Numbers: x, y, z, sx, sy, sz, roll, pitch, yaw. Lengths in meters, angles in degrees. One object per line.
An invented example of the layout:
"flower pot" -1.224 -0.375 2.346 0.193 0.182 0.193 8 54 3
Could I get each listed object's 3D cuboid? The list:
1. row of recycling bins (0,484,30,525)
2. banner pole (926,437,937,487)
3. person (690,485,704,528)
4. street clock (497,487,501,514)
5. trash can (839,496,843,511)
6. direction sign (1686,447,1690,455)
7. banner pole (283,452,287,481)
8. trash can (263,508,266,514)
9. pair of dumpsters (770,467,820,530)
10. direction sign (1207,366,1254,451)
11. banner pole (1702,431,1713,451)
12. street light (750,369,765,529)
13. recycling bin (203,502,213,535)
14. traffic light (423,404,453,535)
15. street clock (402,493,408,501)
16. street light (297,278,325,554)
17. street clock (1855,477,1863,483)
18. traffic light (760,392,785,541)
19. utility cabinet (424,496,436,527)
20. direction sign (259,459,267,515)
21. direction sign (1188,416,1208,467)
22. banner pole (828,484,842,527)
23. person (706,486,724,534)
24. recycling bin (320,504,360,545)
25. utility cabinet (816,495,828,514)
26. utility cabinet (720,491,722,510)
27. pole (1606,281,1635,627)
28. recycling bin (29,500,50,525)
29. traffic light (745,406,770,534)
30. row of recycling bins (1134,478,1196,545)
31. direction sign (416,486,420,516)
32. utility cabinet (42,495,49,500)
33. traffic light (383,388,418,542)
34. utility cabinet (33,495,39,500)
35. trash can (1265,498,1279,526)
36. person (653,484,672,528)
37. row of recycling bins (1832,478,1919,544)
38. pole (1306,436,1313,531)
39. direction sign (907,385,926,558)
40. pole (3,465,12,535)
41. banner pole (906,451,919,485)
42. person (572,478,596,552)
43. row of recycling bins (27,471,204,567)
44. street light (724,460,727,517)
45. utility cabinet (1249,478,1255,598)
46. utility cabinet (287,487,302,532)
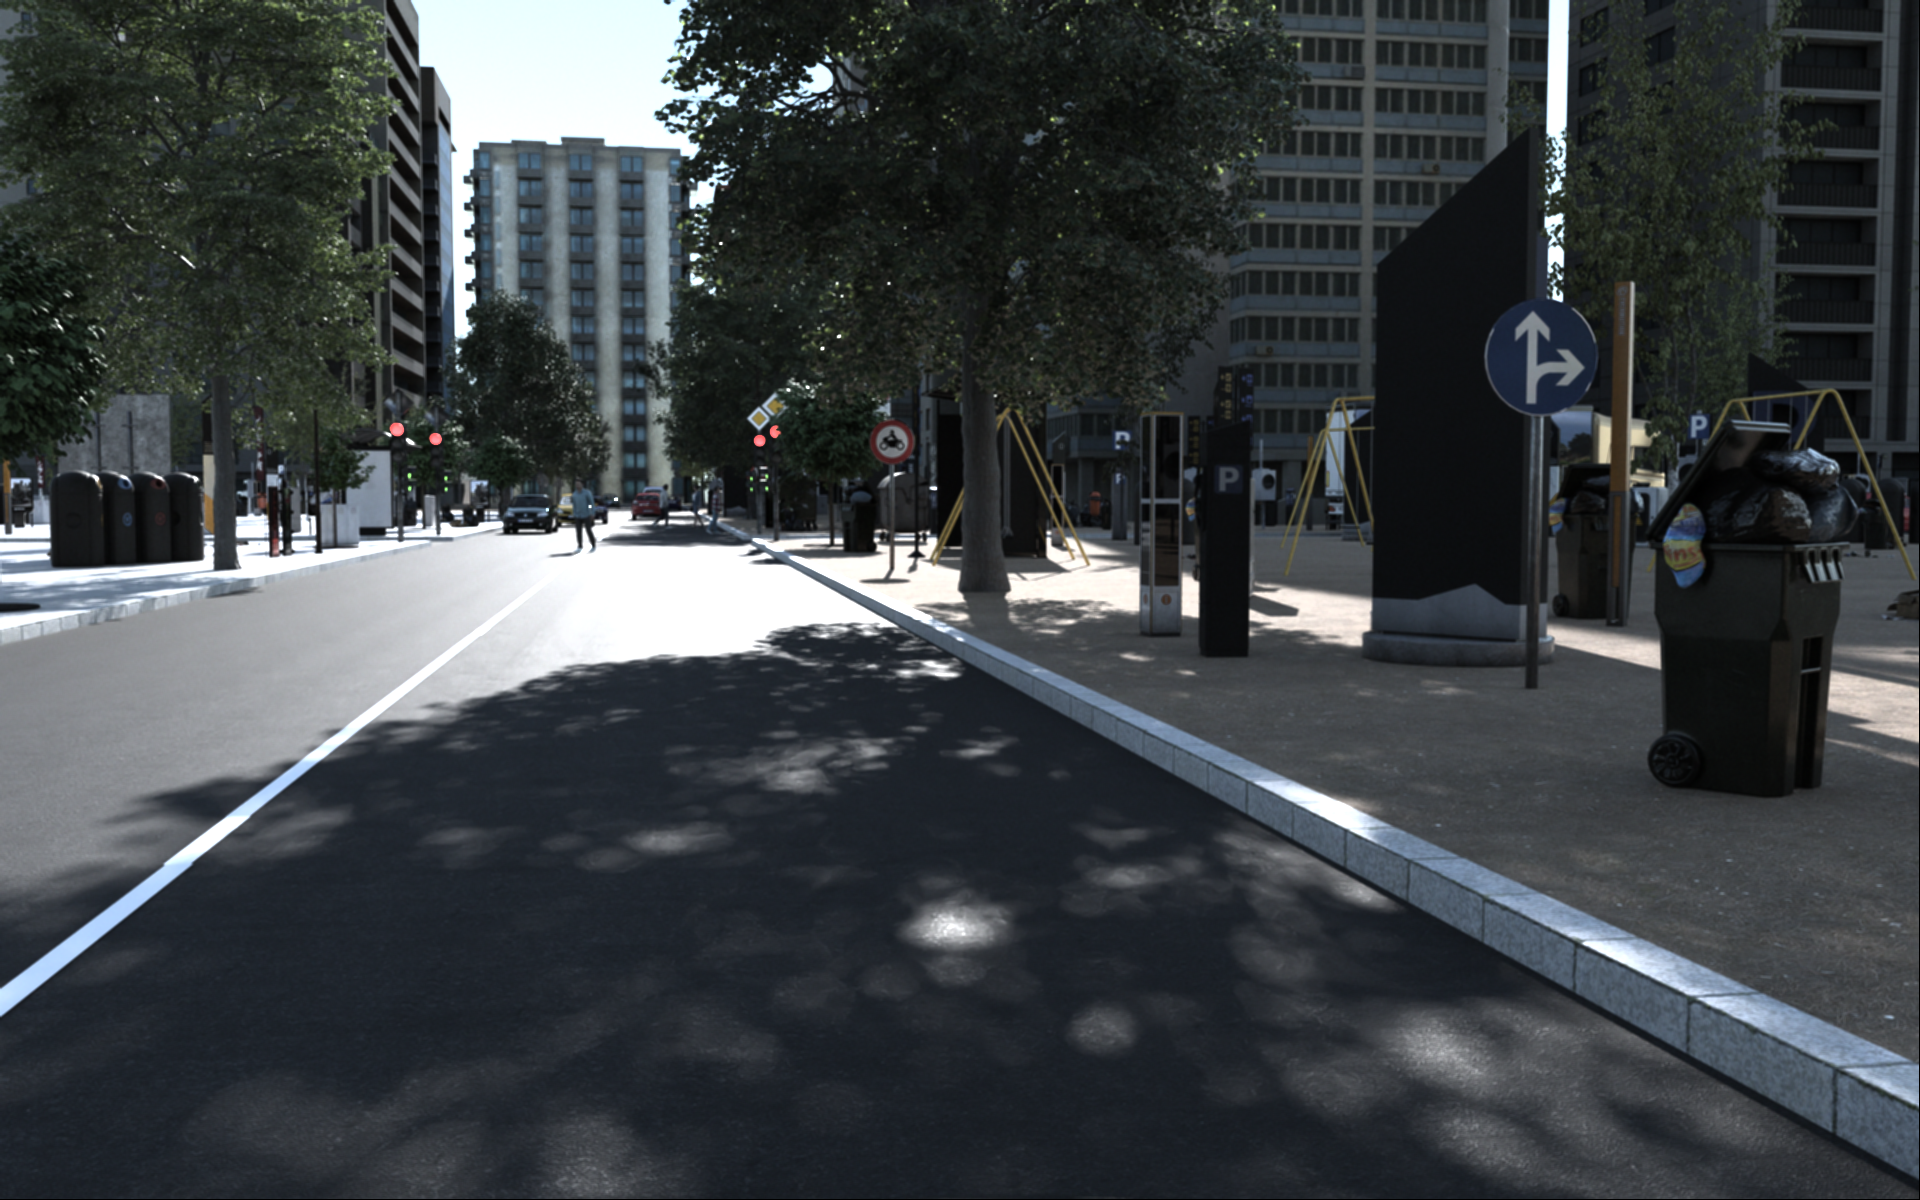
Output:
"row of recycling bins" -40.588 -4.021 72.854 1.069 1.692 3.534 1 4 12
"banner pole" -1.270 -5.232 75.566 0.401 3.779 0.863 -3 5 -40
"person" -11.110 -3.960 73.273 0.654 1.822 0.581 -2 4 -26
"street clock" -27.915 -6.161 105.296 0.358 2.002 0.471 2 4 31
"trash can" -8.433 -6.990 125.933 0.748 1.137 0.748 0 3 0
"direction sign" 34.999 -5.588 83.354 0.379 3.537 0.876 1 4 15
"banner pole" -39.339 -6.787 100.982 0.401 3.779 0.863 -2 4 -31
"trash can" -43.053 -5.882 107.823 0.748 1.137 0.748 0 3 0
"pair of dumpsters" -6.040 -3.731 63.491 1.574 2.255 4.437 -1 4 -10
"direction sign" 4.922 -2.384 30.970 0.876 3.537 0.379 -3 4 -37
"banner pole" 25.955 -4.310 60.489 0.401 3.779 0.863 -2 4 -35
"street light" -7.471 -5.585 64.095 0.468 5.910 1.993 -1 4 -10
"recycling bin" -23.606 -2.585 54.813 0.722 1.027 0.722 2 4 24
"traffic light" -16.209 -3.967 53.780 0.839 4.253 0.868 -1 4 -10
"street clock" -24.938 -4.490 77.976 0.471 2.002 0.358 2 4 34
"street light" -13.824 -3.938 37.167 0.468 5.910 1.993 -1 4 -10
"street clock" 37.669 -4.175 72.835 0.471 2.002 0.358 0 4 -6
"traffic light" -5.078 -3.590 47.619 0.839 4.253 0.868 -1 4 -10
"utility cabinet" -20.726 -3.466 67.832 0.306 1.237 1.020 0 4 -6
"direction sign" -42.378 -6.955 105.718 0.876 3.537 0.379 1 4 15
"direction sign" 7.042 -3.561 50.226 0.876 3.537 0.379 1 4 10
"banner pole" -4.889 -4.684 66.592 0.401 3.779 0.863 -1 4 -10
"person" -8.837 -3.245 62.399 0.643 1.720 0.563 -1 4 -10
"recycling bin" -15.695 -1.911 43.801 0.722 1.027 0.722 3 5 39
"utility cabinet" -8.894 -6.028 109.721 1.020 1.237 0.306 -1 4 -23
"utility cabinet" -17.366 -7.239 127.039 0.318 1.500 1.173 2 4 24
"pole" 6.386 -1.400 16.740 0.158 3.312 0.155 0 3 0
"recycling bin" -38.754 -3.705 73.135 0.722 1.027 0.722 1 4 8
"traffic light" -6.446 -4.071 55.487 0.839 4.253 0.868 -1 4 -10
"row of recycling bins" 5.990 -2.273 44.272 3.534 1.692 1.069 -2 4 -33
"direction sign" -32.499 -6.822 103.532 0.876 3.537 0.379 1 4 22
"utility cabinet" -47.602 -4.835 90.209 0.306 1.237 1.020 -2 4 -34
"traffic light" -14.841 -3.486 45.912 0.839 4.253 0.868 -1 4 -10
"utility cabinet" -58.584 -6.003 109.308 0.306 1.237 1.020 1 4 20
"trash can" 12.334 -3.503 68.934 0.748 1.137 0.748 0 3 0
"person" -12.382 -3.900 72.116 0.795 1.843 0.661 -2 4 -29
"row of recycling bins" 23.886 -2.346 45.476 3.534 1.692 1.069 2 4 29
"pole" 12.304 -4.101 60.889 0.158 3.312 0.155 0 3 0
"direction sign" -0.879 -2.632 35.028 0.379 3.537 0.876 0 4 6
"pole" -30.180 -3.731 54.845 0.158 3.312 0.155 0 3 0
"banner pole" -2.270 -5.831 85.361 0.863 3.779 0.401 1 4 11
"person" -9.296 -2.104 42.913 0.660 1.820 0.620 1 4 16
"row of recycling bins" -15.342 -1.517 31.916 1.069 1.692 3.534 1 4 13
"street light" -13.152 -7.587 96.843 0.468 5.910 1.993 -1 4 -10
"utility cabinet" 3.490 -0.784 21.491 0.318 1.500 1.173 1 4 12
"utility cabinet" -22.242 -3.009 57.872 0.318 1.500 1.173 -2 4 -28
